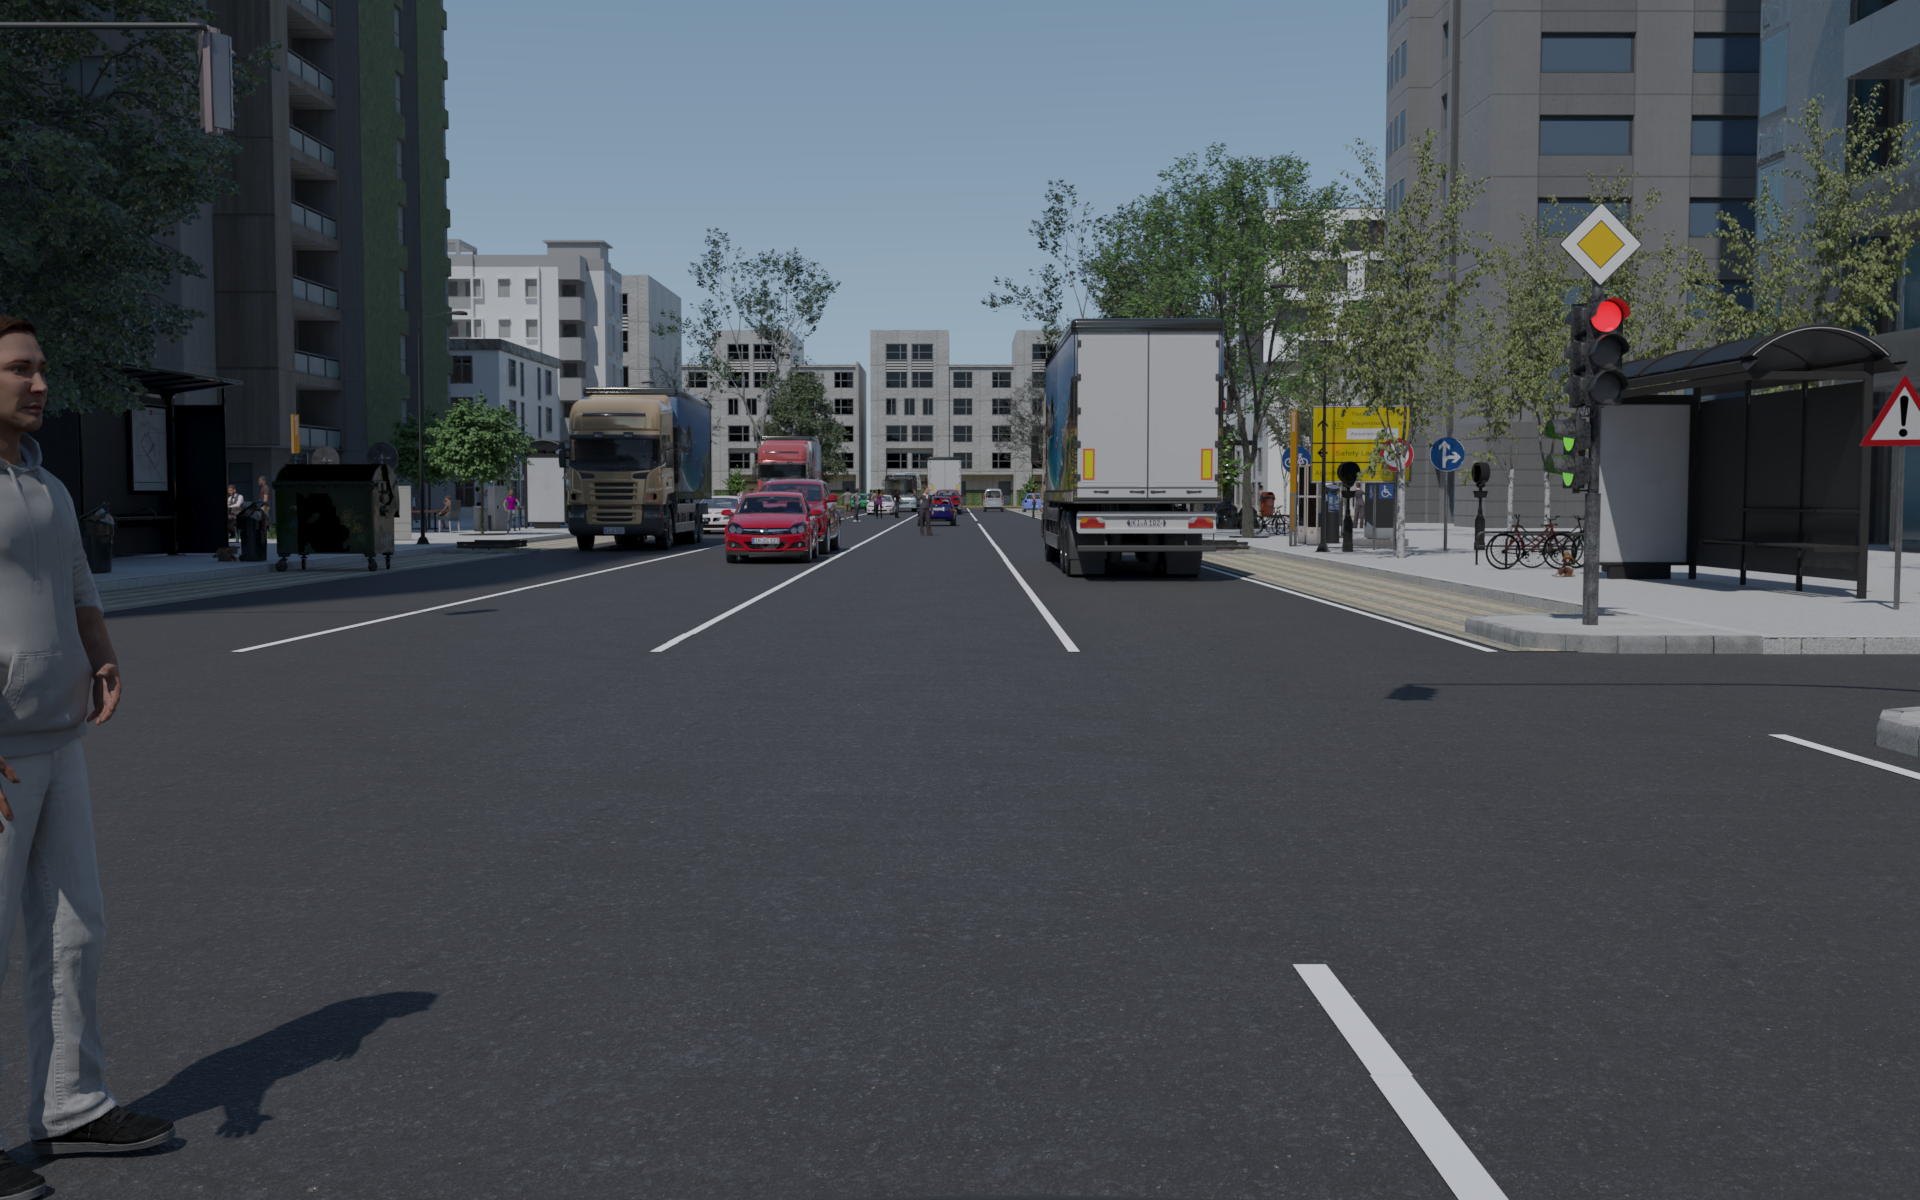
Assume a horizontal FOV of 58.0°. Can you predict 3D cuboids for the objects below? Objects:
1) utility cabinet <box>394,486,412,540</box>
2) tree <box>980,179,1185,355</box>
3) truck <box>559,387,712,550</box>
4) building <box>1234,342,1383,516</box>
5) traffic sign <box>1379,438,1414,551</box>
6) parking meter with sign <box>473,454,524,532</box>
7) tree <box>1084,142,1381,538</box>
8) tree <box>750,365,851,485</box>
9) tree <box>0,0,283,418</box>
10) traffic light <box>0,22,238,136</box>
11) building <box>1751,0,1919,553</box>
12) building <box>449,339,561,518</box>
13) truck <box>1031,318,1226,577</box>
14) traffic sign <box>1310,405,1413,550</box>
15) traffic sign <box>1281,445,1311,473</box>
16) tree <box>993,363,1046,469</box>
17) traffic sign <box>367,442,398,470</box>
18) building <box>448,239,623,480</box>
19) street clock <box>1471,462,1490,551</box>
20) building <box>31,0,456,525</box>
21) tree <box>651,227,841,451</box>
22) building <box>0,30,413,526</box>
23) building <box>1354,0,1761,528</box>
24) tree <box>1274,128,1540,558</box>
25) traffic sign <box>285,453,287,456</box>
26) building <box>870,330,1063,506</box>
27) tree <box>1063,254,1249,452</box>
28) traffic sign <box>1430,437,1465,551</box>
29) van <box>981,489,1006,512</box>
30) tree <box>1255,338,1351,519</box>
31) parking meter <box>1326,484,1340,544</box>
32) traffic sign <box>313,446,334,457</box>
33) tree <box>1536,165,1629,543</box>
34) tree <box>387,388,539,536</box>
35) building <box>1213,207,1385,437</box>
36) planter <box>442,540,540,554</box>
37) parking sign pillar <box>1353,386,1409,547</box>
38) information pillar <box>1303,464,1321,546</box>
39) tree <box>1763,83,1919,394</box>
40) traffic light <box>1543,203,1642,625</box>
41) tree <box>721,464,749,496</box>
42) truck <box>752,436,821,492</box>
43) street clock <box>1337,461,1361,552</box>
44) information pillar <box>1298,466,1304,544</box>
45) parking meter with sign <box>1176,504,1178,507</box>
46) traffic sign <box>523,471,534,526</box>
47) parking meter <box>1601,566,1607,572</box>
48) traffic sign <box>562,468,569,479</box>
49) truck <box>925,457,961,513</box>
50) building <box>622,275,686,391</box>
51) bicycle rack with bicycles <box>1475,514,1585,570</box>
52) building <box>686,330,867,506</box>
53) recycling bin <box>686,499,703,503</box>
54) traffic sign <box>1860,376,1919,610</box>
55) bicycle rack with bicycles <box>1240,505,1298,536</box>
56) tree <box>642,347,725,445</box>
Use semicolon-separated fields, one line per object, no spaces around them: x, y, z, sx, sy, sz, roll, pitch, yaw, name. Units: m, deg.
-15.759;-2.392;47.784;1.173;1.500;0.318;-1;4;-18;utility cabinet
8.099;-15.234;104.964;12.611;20.169;13.585;0;3;0;tree
-8.688;-3.593;47.663;2.839;4.237;11.283;0;4;-2;truck
23.915;-10.239;109.563;9.099;9.664;28.070;0;3;0;building
9.876;-2.395;39.271;0.768;2.556;0.104;1;4;9;traffic sign
-15.924;-3.881;59.720;0.543;3.016;1.738;3;5;43;parking meter with sign
8.464;-7.627;50.464;9.928;11.665;9.643;0;3;0;tree
-14.151;-14.494;153.986;9.611;12.733;9.660;0;3;0;tree
-14.812;-7.177;23.996;9.857;13.997;8.962;0;3;0;tree
-9.504;-2.581;16.871;4.771;5.953;1.251;0;3;0;traffic light
34.971;-25.563;37.566;30.456;49.044;23.786;0;3;0;building
-29.330;-10.120;107.616;9.099;9.664;28.070;0;3;0;building
2.979;-2.713;33.264;2.839;4.237;11.283;0;4;0;truck
9.170;-2.799;39.638;2.265;3.308;0.079;1;4;9;traffic sign
8.776;-2.761;45.256;0.768;2.556;0.104;1;4;9;traffic sign
8.360;-15.398;162.133;12.009;13.543;11.850;0;3;0;tree
-14.067;-2.574;42.191;0.768;2.556;0.104;0;4;0;traffic sign
-33.063;-16.548;126.977;16.016;20.091;11.380;0;3;0;building
11.832;-2.130;39.390;0.358;2.002;0.471;-1;4;-11;street clock
-33.484;-24.420;82.862;14.154;41.232;14.086;0;3;0;building
-15.232;-16.399;124.008;12.611;20.169;13.585;0;3;0;tree
-28.784;-23.072;60.827;14.154;41.232;14.086;0;3;0;building
30.075;-32.720;76.968;21.231;58.520;28.212;0;3;0;building
8.590;-5.145;34.476;4.737;8.622;4.395;0;3;0;tree
-16.584;-2.519;43.309;0.606;2.300;0.079;1;4;9;traffic sign
6.079;-20.098;195.061;31.486;18.905;16.747;0;3;0;building
8.886;-9.996;80.437;9.611;12.733;9.660;0;3;0;tree
10.912;-2.371;38.867;0.768;2.556;0.104;0;4;7;traffic sign
2.719;-8.155;140.346;2.013;2.044;4.112;0;4;2;van
16.366;-7.980;80.838;4.360;8.622;3.978;0;3;0;tree
9.639;-2.226;44.810;0.372;1.533;0.369;0;3;0;parking meter
-16.874;-2.810;46.052;0.768;2.556;0.104;0;4;5;traffic sign
14.957;-5.415;38.905;4.737;8.622;4.395;0;3;0;tree
-14.867;-4.296;53.961;4.285;4.588;4.351;0;3;0;tree
34.022;-18.106;140.006;27.936;21.610;32.646;0;3;0;building
-11.354;-1.291;42.240;1.991;0.319;1.994;0;3;0;planter
10.331;-3.312;42.625;1.447;3.967;1.447;0;4;-1;parking sign pillar
8.804;-2.354;42.978;0.304;2.012;0.304;3;4;37;information pillar
15.512;-4.965;31.548;4.737;8.622;4.395;0;3;0;tree
6.166;-1.710;16.884;0.839;4.253;0.868;0;3;0;traffic light
-14.386;-7.187;112.102;1.663;3.219;1.824;0;3;0;tree
-8.433;-5.934;85.932;2.839;4.237;11.283;0;4;-1;truck
8.577;-2.061;38.267;0.471;2.002;0.358;-1;4;-8;street clock
8.919;-2.455;44.633;0.304;2.012;0.304;-2;4;-26;information pillar
8.260;-4.386;67.966;0.543;3.016;1.738;0;4;-3;parking meter with sign
-17.355;-4.294;70.315;0.768;2.556;0.104;0;4;7;traffic sign
10.791;-1.232;28.562;0.372;1.533;0.369;0;3;0;parking meter
-13.968;-3.832;62.654;0.884;2.594;0.081;0;4;6;traffic sign
-1.305;-9.005;136.144;2.839;4.237;11.283;0;4;-2;truck
-40.830;-17.230;148.165;31.486;18.905;16.747;0;3;0;building
10.371;-1.034;30.289;2.925;0.926;2.852;0;4;2;bicycle rack with bicycles
-26.699;-20.104;195.150;31.486;18.905;16.747;0;3;0;building
-13.918;-4.778;90.666;0.722;1.027;0.722;3;4;36;recycling bin
10.381;-1.170;19.126;0.884;2.594;0.081;1;4;8;traffic sign
10.090;-2.526;54.686;2.852;0.926;2.925;-3;5;-39;bicycle rack with bicycles
-14.276;-8.408;87.833;4.360;8.622;3.978;0;3;0;tree
